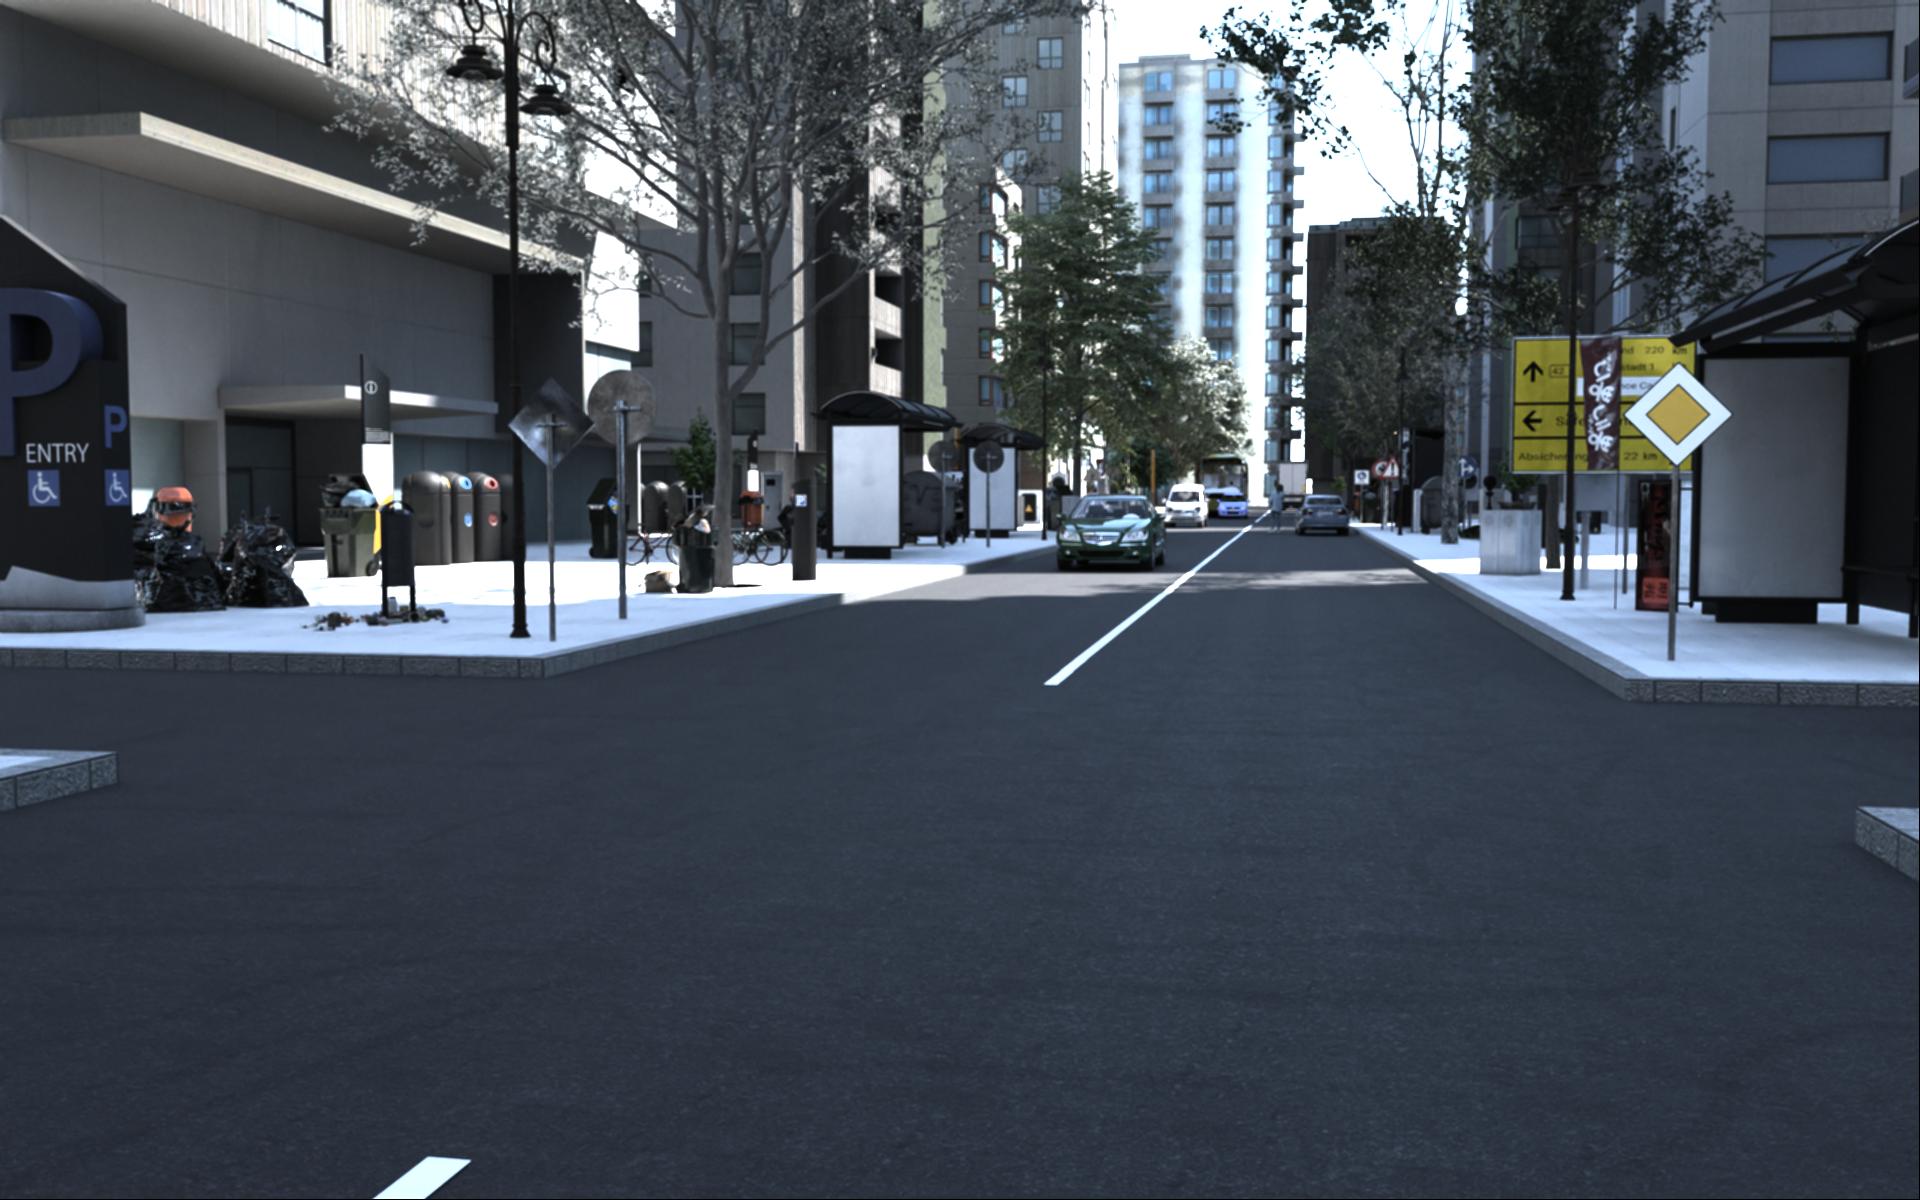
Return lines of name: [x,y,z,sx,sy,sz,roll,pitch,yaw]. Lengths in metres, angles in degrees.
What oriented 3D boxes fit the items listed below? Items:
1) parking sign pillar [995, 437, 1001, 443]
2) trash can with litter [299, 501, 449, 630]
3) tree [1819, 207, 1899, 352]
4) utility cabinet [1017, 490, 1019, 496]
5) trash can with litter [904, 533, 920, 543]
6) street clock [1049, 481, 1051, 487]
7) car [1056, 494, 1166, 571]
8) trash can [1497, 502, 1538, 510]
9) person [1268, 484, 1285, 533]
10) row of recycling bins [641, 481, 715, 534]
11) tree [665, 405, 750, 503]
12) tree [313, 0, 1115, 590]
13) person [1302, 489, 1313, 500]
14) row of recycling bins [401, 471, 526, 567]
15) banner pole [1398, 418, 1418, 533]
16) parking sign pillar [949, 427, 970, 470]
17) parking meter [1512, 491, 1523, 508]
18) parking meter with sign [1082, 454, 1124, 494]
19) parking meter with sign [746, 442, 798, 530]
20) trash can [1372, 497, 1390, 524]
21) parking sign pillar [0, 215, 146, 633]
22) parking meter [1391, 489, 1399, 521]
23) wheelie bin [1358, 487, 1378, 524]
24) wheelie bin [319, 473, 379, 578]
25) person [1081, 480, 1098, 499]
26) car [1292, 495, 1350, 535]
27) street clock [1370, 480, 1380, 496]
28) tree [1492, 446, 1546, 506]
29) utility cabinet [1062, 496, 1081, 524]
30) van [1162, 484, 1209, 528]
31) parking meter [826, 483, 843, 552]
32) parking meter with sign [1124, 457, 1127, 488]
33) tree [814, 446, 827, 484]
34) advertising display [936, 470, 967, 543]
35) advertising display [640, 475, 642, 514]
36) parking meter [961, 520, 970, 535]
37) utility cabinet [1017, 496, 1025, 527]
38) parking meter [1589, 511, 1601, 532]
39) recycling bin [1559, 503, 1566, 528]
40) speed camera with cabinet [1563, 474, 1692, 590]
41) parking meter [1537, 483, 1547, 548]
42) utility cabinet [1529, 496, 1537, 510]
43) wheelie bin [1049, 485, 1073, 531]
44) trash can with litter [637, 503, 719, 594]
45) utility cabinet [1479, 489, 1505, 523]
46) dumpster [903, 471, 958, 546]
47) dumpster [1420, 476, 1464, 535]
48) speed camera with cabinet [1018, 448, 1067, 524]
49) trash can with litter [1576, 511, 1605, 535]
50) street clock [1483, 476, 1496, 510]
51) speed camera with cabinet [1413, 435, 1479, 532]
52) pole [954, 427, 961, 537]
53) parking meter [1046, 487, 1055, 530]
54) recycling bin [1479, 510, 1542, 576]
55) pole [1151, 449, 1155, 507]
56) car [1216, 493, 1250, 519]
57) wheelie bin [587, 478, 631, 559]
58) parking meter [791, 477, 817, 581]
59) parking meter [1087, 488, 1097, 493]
parking sign pillar: [1.050,-5.090,71.686,1.447,3.967,1.447,-2,4,-30]
trash can with litter: [-5.933,-0.383,17.314,1.678,1.210,2.233,1,4,15]
tree: [23.928,-5.746,44.306,4.360,8.622,3.978,0,3,0]
utility cabinet: [2.742,-4.842,87.840,1.173,1.500,0.318,3,4,37]
trash can with litter: [-1.570,-2.077,45.352,1.055,1.170,0.624,1,4,9]
street clock: [4.619,-4.918,84.985,0.471,2.002,0.358,1,4,21]
car: [3.027,-1.361,34.056,2.131,1.459,4.920,1,4,11]
trash can: [10.424,-1.270,32.412,0.748,1.137,0.748,0,3,0]
person: [11.700,-3.382,64.054,0.793,1.790,0.793,-3,5,-41]
row of recycling bins: [-9.368,-2.994,56.072,3.534,1.692,1.069,1,4,22]
tree: [-5.715,-2.648,37.897,1.663,3.219,1.824,0,3,0]
tree: [-3.142,-6.918,23.479,12.009,13.543,11.850,0,3,0]
person: [27.727,-7.882,137.377,1.348,1.824,0.705,2,4,30]
row of recycling bins: [-9.247,-1.539,32.278,1.069,1.692,3.534,1,4,15]
banner pole: [14.813,-4.116,57.308,0.863,3.779,0.401,-2,4,-27]
parking sign pillar: [-0.210,-4.981,69.908,1.447,3.967,1.447,1,4,13]
parking meter: [19.133,-3.124,59.485,0.372,1.533,0.369,0,3,0]
parking meter with sign: [6.143,-4.817,75.018,1.738,3.016,0.543,-2,4,-34]
parking meter with sign: [-6.321,-3.793,58.274,1.738,3.016,0.543,-1,4,-9]
trash can: [17.913,-3.796,73.710,0.748,1.137,0.748,0,3,0]
parking sign pillar: [-8.643,-1.718,16.565,1.447,3.967,1.447,1,4,12]
parking meter: [20.093,-4.374,79.919,0.372,1.533,0.369,0,3,0]
wheelie bin: [17.711,-4.113,75.152,0.693,1.594,0.980,-2,4,-24]
wheelie bin: [-9.386,-1.146,26.648,0.980,1.594,0.693,1,4,19]
person: [3.046,-1.778,38.240,0.731,1.740,0.598,-1,4,-16]
car: [12.817,-3.020,61.386,2.014,1.417,4.499,1,4,9]
street clock: [20.706,-5.007,86.439,0.358,2.002,0.471,-1,4,-23]
tree: [20.775,-4.267,64.365,1.663,3.219,1.824,0,3,0]
utility cabinet: [3.760,-2.881,58.263,0.306,1.237,1.020,2,4,27]
van: [9.753,-4.130,74.535,2.013,2.044,4.112,1,4,12]
parking meter: [-2.794,-1.846,38.595,0.372,1.533,0.369,0,3,0]
parking meter with sign: [7.003,-5.265,82.348,1.738,3.016,0.543,1,4,15]
tree: [-3.818,-3.920,58.699,1.663,3.219,1.824,0,3,0]
advertising display: [-0.239,-2.499,46.080,0.974,1.923,0.123,3,4,37]
advertising display: [-10.565,-3.030,54.755,0.974,1.923,0.123,-1,4,-9]
parking meter: [0.133,-2.845,54.924,0.372,1.533,0.369,0,3,0]
utility cabinet: [2.078,-3.456,67.665,0.306,1.237,1.020,-3,5,-41]
parking meter: [21.053,-2.996,57.390,0.372,1.533,0.369,0,3,0]
recycling bin: [17.478,-2.343,50.863,0.722,1.027,0.722,0,4,-7]
speed camera with cabinet: [9.251,-1.774,23.337,2.038,3.252,0.660,0,4,5]
parking meter: [13.842,-1.991,40.966,0.372,1.533,0.369,0,3,0]
utility cabinet: [19.724,-2.902,58.609,1.020,1.237,0.306,-2,4,-29]
wheelie bin: [3.484,-3.172,59.775,0.980,1.594,0.693,-3,4,-36]
trash can with litter: [-3.662,-0.675,22.424,1.055,1.170,0.624,1,4,11]
utility cabinet: [23.314,-4.113,75.924,1.173,1.500,0.318,-2,4,-25]
dumpster: [-0.830,-2.302,43.395,1.264,1.857,1.865,1,4,11]
dumpster: [15.396,-3.029,55.284,1.264,1.857,1.865,1,4,11]
speed camera with cabinet: [3.495,-4.825,73.220,2.038,3.252,0.660,0,4,7]
trash can with litter: [19.664,-2.728,55.667,2.233,1.210,1.678,1,4,12]
street clock: [21.106,-3.942,69.029,0.471,2.002,0.358,-2,4,-24]
speed camera with cabinet: [16.278,-3.893,57.991,2.038,3.252,0.660,0,4,4]
pole: [-0.073,-3.526,51.492,0.158,3.312,0.155,0,3,0]
parking meter: [3.243,-3.236,61.325,0.372,1.533,0.369,0,3,0]
recycling bin: [8.797,-0.925,27.676,0.722,1.027,0.722,-3,5,-42]
pole: [8.787,-5.202,78.892,0.158,3.312,0.155,0,3,0]
car: [15.856,-5.558,100.457,1.945,1.707,3.694,1,4,9]
wheelie bin: [-7.017,-1.634,34.631,0.693,1.594,0.980,-3,5,-45]
parking meter: [-2.309,-1.053,25.632,0.372,1.533,0.369,0,3,0]
parking meter: [5.071,-3.550,66.445,0.372,1.533,0.369,0,3,0]
